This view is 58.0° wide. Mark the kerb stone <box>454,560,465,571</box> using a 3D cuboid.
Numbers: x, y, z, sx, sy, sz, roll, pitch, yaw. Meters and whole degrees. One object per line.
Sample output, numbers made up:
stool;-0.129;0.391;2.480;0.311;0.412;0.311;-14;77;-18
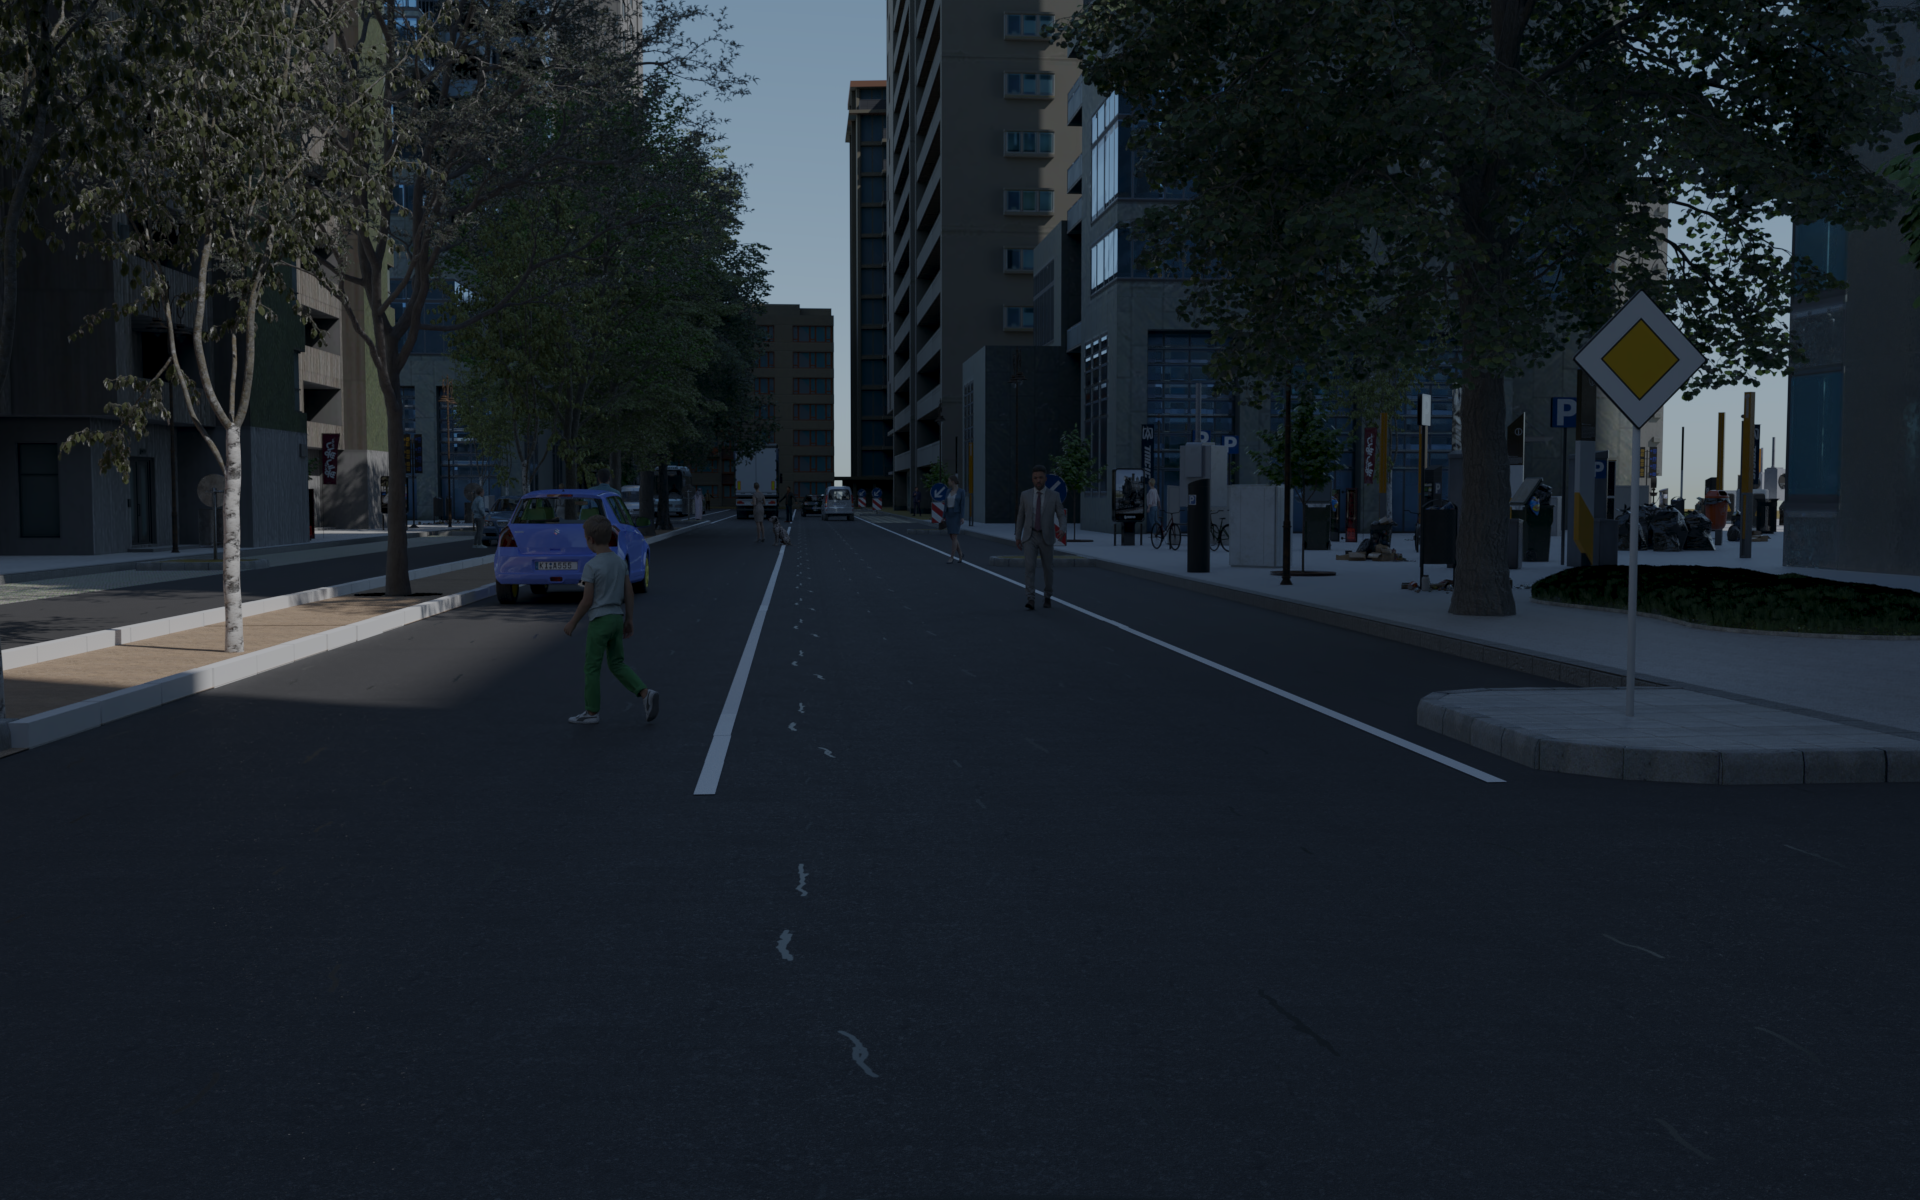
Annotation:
kerb stone;-9.486;-0.627;32.471;0.120;0.150;1.000;0;4;-5

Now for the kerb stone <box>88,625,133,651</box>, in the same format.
kerb stone;-7.980;0.371;16.122;0.120;0.150;1.000;0;4;-5

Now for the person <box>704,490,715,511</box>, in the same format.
person;-21.919;-8.690;150.672;1.348;1.812;0.705;-2;4;-33

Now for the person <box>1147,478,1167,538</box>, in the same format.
person;5.805;-2.701;50.880;0.598;1.740;0.731;1;4;15

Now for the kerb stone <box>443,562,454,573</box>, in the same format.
kerb stone;-9.393;-0.566;31.449;0.120;0.150;1.000;0;4;-5

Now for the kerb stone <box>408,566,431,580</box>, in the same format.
kerb stone;-9.203;-0.441;29.410;0.120;0.150;1.000;0;4;-5

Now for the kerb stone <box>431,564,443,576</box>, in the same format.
kerb stone;-9.300;-0.502;30.431;0.120;0.150;1.000;0;4;-5

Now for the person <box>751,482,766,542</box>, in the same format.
person;-6.014;-2.612;51.547;0.374;1.781;0.599;3;4;36

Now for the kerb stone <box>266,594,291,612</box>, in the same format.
kerb stone;-8.449;0.059;21.255;0.120;0.150;1.000;0;4;-5

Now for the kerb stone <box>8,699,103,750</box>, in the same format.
kerb stone;-5.326;0.734;10.202;0.120;0.150;1.000;0;4;-5

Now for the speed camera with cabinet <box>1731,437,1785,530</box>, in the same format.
speed camera with cabinet;27.637;-3.990;59.568;2.038;3.252;0.660;-2;4;-26

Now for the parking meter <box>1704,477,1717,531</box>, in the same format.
parking meter;25.821;-3.295;59.591;0.255;1.863;0.399;-1;4;-8

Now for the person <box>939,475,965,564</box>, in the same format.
person;-0.085;-1.668;35.791;0.654;1.822;0.581;-3;5;-41

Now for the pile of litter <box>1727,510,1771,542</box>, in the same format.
pile of litter;21.475;-2.028;47.123;1.719;0.858;1.176;-3;5;-43

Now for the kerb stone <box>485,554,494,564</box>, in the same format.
kerb stone;-9.756;-0.810;35.530;0.120;0.150;1.000;0;4;-5

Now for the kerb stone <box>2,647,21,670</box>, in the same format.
kerb stone;-7.789;0.496;14.083;0.120;0.150;1.000;0;4;-5

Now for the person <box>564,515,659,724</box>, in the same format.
person;-2.167;0.121;10.771;0.590;1.304;0.306;1;4;13

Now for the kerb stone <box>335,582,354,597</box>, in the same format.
kerb stone;-8.732;-0.126;24.313;0.120;0.150;1.000;0;4;-5

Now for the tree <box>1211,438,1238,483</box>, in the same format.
tree;7.752;-3.647;54.227;1.663;3.219;1.824;0;3;0

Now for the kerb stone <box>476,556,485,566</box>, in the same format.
kerb stone;-9.667;-0.753;34.509;0.120;0.150;1.000;0;4;-5

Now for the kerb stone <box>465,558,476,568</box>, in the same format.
kerb stone;-9.573;-0.691;33.489;0.120;0.150;1.000;0;4;-5

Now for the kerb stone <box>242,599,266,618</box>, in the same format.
kerb stone;-8.353;0.120;20.237;0.120;0.150;1.000;0;4;-5

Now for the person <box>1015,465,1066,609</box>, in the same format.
person;1.006;-0.786;21.632;0.678;1.792;0.850;1;4;10

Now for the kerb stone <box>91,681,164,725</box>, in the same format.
kerb stone;-5.425;0.671;11.229;0.120;0.150;1.000;0;4;-5

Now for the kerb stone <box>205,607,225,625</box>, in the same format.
kerb stone;-8.270;0.183;19.200;0.120;0.150;1.000;0;4;-5

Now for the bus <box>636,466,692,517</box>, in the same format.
bus;-18.806;-7.114;111.171;2.948;3.499;13.247;0;4;-6

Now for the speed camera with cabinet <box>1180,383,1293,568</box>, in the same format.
speed camera with cabinet;4.884;-2.220;30.632;2.038;3.252;0.660;3;5;42

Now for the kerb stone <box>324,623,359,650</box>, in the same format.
kerb stone;-5.891;0.358;16.347;0.120;0.150;1.000;0;4;-5

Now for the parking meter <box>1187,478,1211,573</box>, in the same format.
parking meter;3.909;-1.219;28.336;0.372;1.533;0.369;0;3;0

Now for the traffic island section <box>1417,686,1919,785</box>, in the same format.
traffic island section;3.914;0.751;9.997;2.009;0.180;2.903;0;4;-5

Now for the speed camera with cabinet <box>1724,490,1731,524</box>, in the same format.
speed camera with cabinet;33.625;-4.889;74.279;0.660;3.252;2.038;-2;4;-31

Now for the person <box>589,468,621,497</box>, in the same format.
person;-5.433;-1.081;26.197;0.660;1.820;0.620;-1;4;-15

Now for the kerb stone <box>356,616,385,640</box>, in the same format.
kerb stone;-5.979;0.294;17.386;0.120;0.150;1.000;0;4;-5

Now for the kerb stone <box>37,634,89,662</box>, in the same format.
kerb stone;-7.885;0.434;15.103;0.120;0.150;1.000;0;4;-5

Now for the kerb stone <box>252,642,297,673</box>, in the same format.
kerb stone;-5.705;0.485;14.292;0.120;0.150;1.000;0;4;-5

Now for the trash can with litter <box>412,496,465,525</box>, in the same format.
trash can with litter;-22.272;-3.772;72.732;1.678;1.210;2.233;2;4;28

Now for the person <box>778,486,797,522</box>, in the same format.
person;-8.687;-4.843;87.700;1.348;1.821;0.705;3;4;38

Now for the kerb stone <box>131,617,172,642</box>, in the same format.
kerb stone;-8.073;0.309;17.142;0.120;0.150;1.000;0;4;-5

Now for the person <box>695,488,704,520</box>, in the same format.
person;-13.685;-5.001;90.930;0.551;1.740;0.621;0;4;8

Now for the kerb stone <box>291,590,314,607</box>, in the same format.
kerb stone;-8.548;-0.002;22.275;0.120;0.150;1.000;0;4;-5

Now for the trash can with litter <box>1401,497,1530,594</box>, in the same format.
trash can with litter;6.842;-0.748;23.283;2.233;1.210;1.678;-1;4;-16

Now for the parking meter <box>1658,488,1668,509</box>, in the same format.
parking meter;29.764;-3.969;73.307;0.372;1.533;0.369;0;3;0

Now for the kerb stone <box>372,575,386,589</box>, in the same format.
kerb stone;-8.920;-0.254;26.349;0.120;0.150;1.000;0;4;-5

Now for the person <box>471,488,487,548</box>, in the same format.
person;-12.711;-2.174;45.849;0.330;1.601;0.589;-2;4;-30

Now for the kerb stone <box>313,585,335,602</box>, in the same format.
kerb stone;-8.635;-0.067;23.293;0.120;0.150;1.000;0;4;-5

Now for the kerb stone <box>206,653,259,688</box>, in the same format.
kerb stone;-5.609;0.546;13.274;0.120;0.150;1.000;0;4;-5

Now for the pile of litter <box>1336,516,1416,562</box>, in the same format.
pile of litter;7.984;-1.187;33.365;1.176;0.858;1.719;-1;4;-22

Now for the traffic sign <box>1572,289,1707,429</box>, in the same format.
traffic sign;3.891;-0.472;9.913;0.795;2.593;0.064;0;4;-5

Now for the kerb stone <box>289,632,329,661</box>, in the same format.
kerb stone;-5.800;0.421;15.312;0.120;0.150;1.000;0;4;-5

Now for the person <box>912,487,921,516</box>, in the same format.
person;-2.506;-5.700;100.160;0.541;1.710;0.530;2;4;25

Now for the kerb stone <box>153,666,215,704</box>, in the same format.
kerb stone;-5.524;0.608;12.255;0.120;0.150;1.000;0;4;-5

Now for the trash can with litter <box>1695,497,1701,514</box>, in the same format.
trash can with litter;30.565;-3.627;70.696;0.624;1.170;1.055;-3;5;-43

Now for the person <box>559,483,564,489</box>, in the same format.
person;-13.125;-2.939;56.911;0.694;1.780;0.624;1;4;22

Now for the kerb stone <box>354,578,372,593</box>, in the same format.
kerb stone;-8.826;-0.192;25.332;0.120;0.150;1.000;0;4;-5

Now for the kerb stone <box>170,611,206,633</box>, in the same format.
kerb stone;-8.170;0.246;18.166;0.120;0.150;1.000;0;4;-5

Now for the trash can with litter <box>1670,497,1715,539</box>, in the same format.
trash can with litter;20.776;-2.364;49.715;1.678;1.210;2.233;-1;4;-18

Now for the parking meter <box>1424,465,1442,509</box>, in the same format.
parking meter;9.464;-1.777;34.764;0.399;1.863;0.255;-3;5;-44
